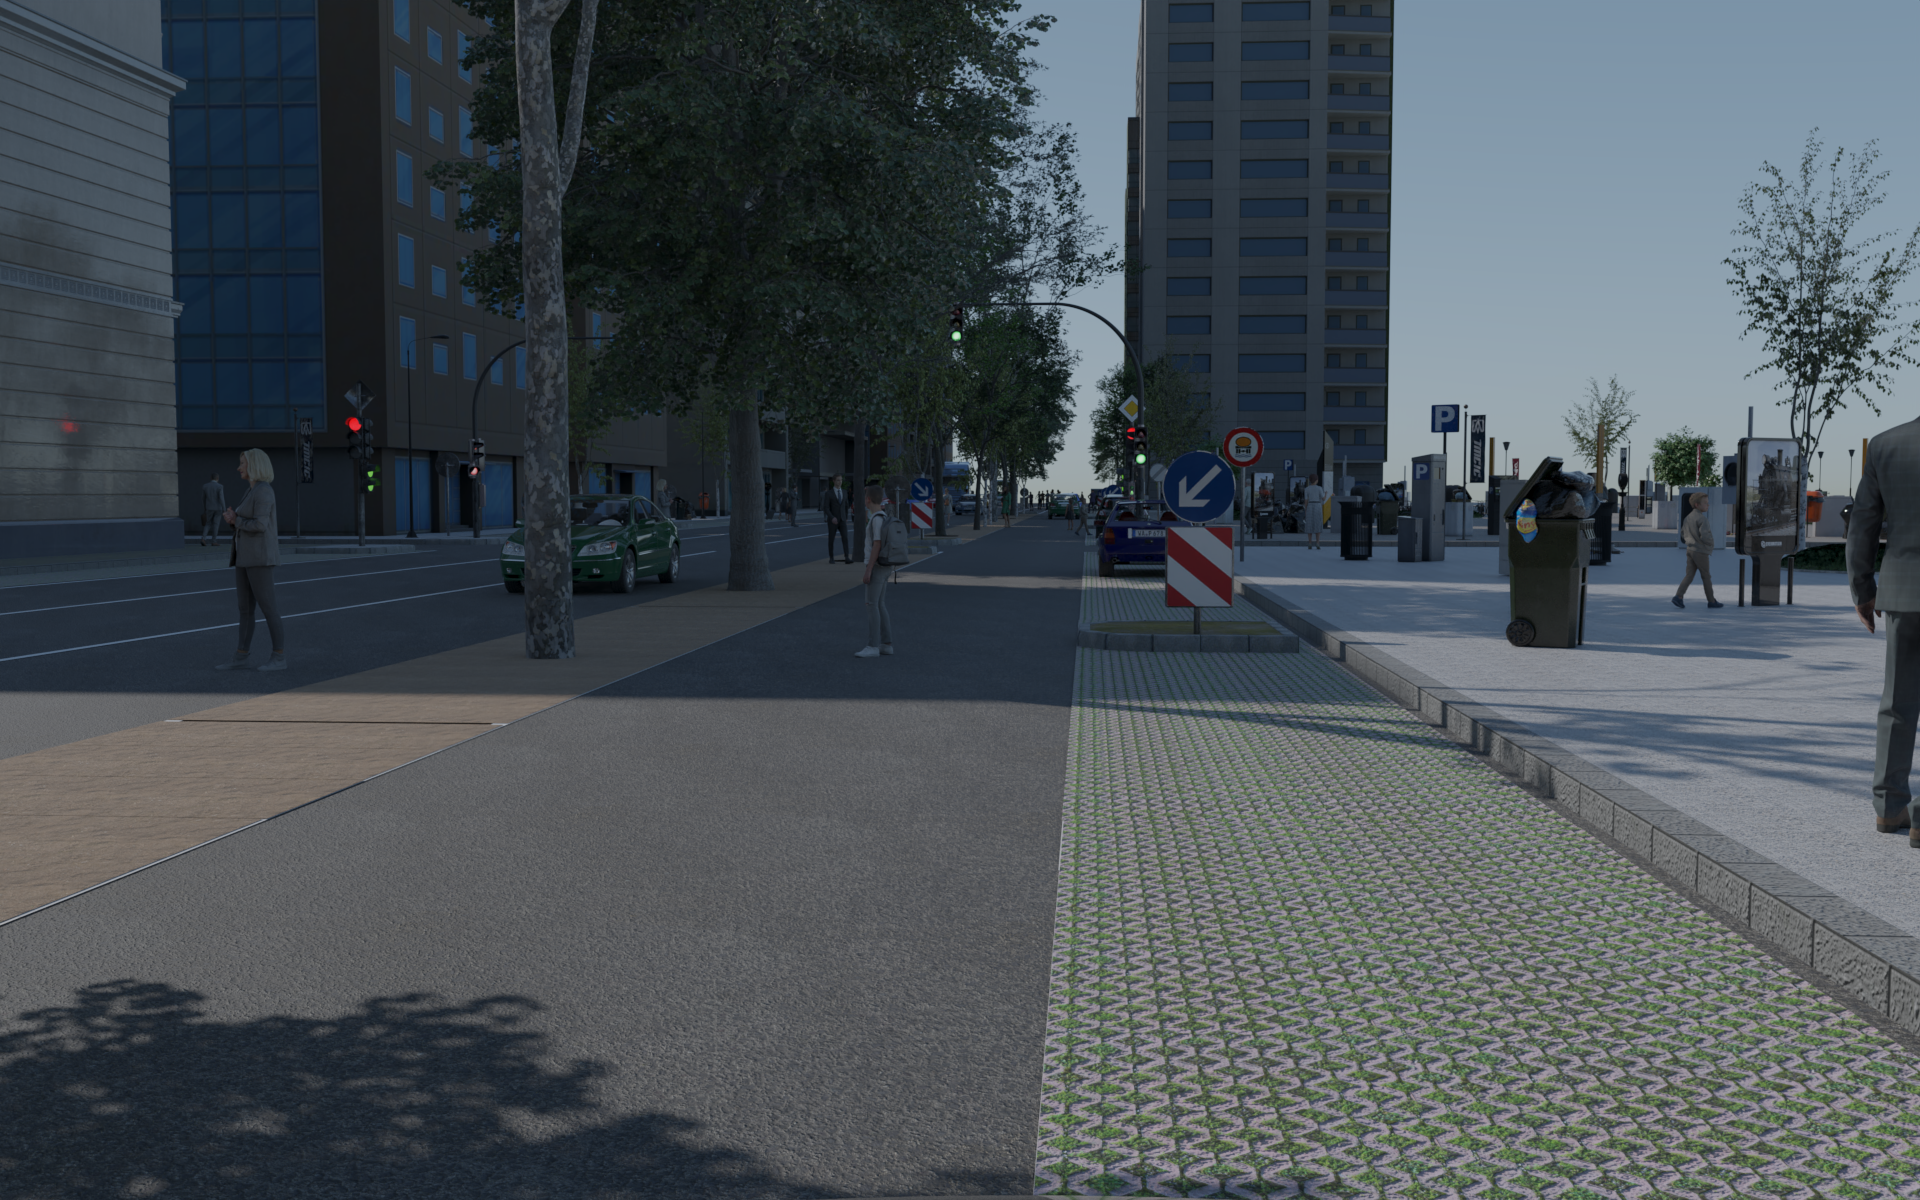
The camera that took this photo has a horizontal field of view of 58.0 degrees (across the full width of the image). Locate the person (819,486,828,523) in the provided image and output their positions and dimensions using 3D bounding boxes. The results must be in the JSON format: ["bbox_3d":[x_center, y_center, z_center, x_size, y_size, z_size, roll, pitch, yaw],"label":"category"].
[{"bbox_3d":[-6.659,-4.749,86.248,0.694,1.812,0.767,2,4,24],"label":"person"}]

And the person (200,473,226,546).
[{"bbox_3d":[-18.446,-2.240,42.794,0.709,1.813,0.853,0,4,3],"label":"person"}]

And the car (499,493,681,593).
[{"bbox_3d":[-5.574,-0.905,26.594,2.131,1.459,4.920,0,4,4],"label":"car"}]

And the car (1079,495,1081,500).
[{"bbox_3d":[14.714,-12.752,221.066,1.945,1.354,3.894,0,4,3],"label":"car"}]

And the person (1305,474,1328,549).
[{"bbox_3d":[8.251,-2.052,40.165,0.480,1.755,0.524,2,4,24],"label":"person"}]

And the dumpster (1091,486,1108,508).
[{"bbox_3d":[14.068,-10.323,173.738,1.985,2.255,1.502,0,4,3],"label":"dumpster"}]

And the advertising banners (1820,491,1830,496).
[{"bbox_3d":[37.544,-4.935,76.878,2.074,3.025,0.090,0,4,1],"label":"advertising banners"}]

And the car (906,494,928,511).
[{"bbox_3d":[-3.537,-8.150,142.841,1.945,1.707,3.694,0,4,3],"label":"car"}]

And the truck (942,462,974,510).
[{"bbox_3d":[0.095,-9.806,150.088,2.967,4.110,18.799,0,4,4],"label":"truck"}]

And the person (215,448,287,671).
[{"bbox_3d":[-5.747,-0.326,14.012,0.526,1.800,0.537,-2,4,-29],"label":"person"}]

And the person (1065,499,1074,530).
[{"bbox_3d":[4.349,-3.403,68.805,0.362,1.253,0.373,-1,4,-22],"label":"person"}]

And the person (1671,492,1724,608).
[{"bbox_3d":[8.271,-0.558,19.447,0.640,1.303,0.475,-1,4,-21],"label":"person"}]

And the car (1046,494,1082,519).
[{"bbox_3d":[5.966,-5.356,99.370,2.131,1.459,4.920,0,4,3],"label":"car"}]

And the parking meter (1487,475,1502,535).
[{"bbox_3d":[16.701,-2.960,54.110,0.255,1.863,0.399,-1,4,-17],"label":"parking meter"}]

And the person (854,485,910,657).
[{"bbox_3d":[-0.736,-0.262,15.382,0.523,1.515,0.503,-1,4,-21],"label":"person"}]

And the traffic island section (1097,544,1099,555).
[{"bbox_3d":[4.282,-1.153,41.131,2.009,0.180,2.903,0,4,4],"label":"traffic island section"}]

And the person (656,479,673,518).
[{"bbox_3d":[-7.291,-2.089,42.836,0.526,1.800,0.537,0,4,-4],"label":"person"}]

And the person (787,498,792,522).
[{"bbox_3d":[-8.621,-4.567,87.848,0.362,1.253,0.373,2,4,26],"label":"person"}]

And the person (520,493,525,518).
[{"bbox_3d":[-13.039,-2.659,52.244,0.520,1.790,0.573,0,4,1],"label":"person"}]

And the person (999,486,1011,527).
[{"bbox_3d":[2.008,-4.002,74.172,0.529,1.795,0.600,-3,5,-44],"label":"person"}]

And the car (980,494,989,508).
[{"bbox_3d":[2.078,-10.204,177.055,2.015,1.641,3.980,0,4,2],"label":"car"}]

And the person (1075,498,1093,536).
[{"bbox_3d":[4.254,-2.871,59.711,0.640,1.303,0.475,-1,4,-17],"label":"person"}]

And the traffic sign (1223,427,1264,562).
[{"bbox_3d":[5.364,-2.004,32.865,0.768,2.556,0.104,0,4,6],"label":"traffic sign"}]

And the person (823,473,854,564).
[{"bbox_3d":[-2.446,-1.648,35.228,0.659,1.850,0.755,-2,4,-30],"label":"person"}]

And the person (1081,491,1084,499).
[{"bbox_3d":[14.883,-12.314,210.388,0.434,1.755,0.990,1,4,11],"label":"person"}]

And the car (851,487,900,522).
[{"bbox_3d":[-4.353,-4.993,90.304,2.281,1.827,5.304,0,4,6],"label":"car"}]

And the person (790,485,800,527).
[{"bbox_3d":[-7.191,-4.122,75.702,0.447,1.846,0.655,0,4,4],"label":"person"}]

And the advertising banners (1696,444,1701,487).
[{"bbox_3d":[25.852,-3.967,61.040,0.090,3.025,2.074,1,4,13],"label":"advertising banners"}]

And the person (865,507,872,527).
[{"bbox_3d":[-2.894,-2.523,54.006,0.590,1.304,0.306,-1,4,-21],"label":"person"}]

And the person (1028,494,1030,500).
[{"bbox_3d":[10.198,-14.840,254.319,0.799,1.438,0.628,1,4,20],"label":"person"}]

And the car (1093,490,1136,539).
[{"bbox_3d":[5.332,-2.867,56.667,2.009,1.686,4.222,0,4,6],"label":"car"}]

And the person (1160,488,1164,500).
[{"bbox_3d":[13.848,-6.821,117.982,0.534,1.772,0.576,-2,4,-34],"label":"person"}]

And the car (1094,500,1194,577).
[{"bbox_3d":[3.362,-1.128,31.020,1.945,1.354,3.894,0,4,6],"label":"car"}]

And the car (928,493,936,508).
[{"bbox_3d":[-2.524,-8.980,155.865,2.155,1.783,4.494,0,4,5],"label":"car"}]

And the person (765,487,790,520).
[{"bbox_3d":[-10.009,-5.332,95.892,1.509,1.804,0.699,3,5,39],"label":"person"}]

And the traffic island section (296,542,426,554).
[{"bbox_3d":[-14.706,-1.240,42.550,2.009,0.180,2.903,0,4,4],"label":"traffic island section"}]

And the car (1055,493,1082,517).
[{"bbox_3d":[6.910,-6.125,109.729,1.945,1.707,3.694,0,4,6],"label":"car"}]

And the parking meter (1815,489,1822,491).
[{"bbox_3d":[47.204,-5.311,95.245,0.372,1.533,0.369,0,3,0],"label":"parking meter"}]

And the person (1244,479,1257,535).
[{"bbox_3d":[9.255,-2.975,55.172,0.515,1.767,0.782,3,5,42],"label":"person"}]

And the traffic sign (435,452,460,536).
[{"bbox_3d":[-15.630,-3.225,52.836,0.768,2.556,0.104,0,4,5],"label":"traffic sign"}]

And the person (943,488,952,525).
[{"bbox_3d":[-0.598,-4.264,79.220,0.512,1.701,0.522,0,4,-6],"label":"person"}]

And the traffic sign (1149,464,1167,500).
[{"bbox_3d":[8.309,-4.429,72.524,0.768,2.556,0.104,1,4,9],"label":"traffic sign"}]

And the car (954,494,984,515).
[{"bbox_3d":[0.661,-6.518,118.567,2.014,1.417,4.499,0,4,4],"label":"car"}]

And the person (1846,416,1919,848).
[{"bbox_3d":[3.665,-0.013,6.427,0.590,1.801,0.661,-3,4,-38],"label":"person"}]

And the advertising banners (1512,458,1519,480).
[{"bbox_3d":[27.226,-5.330,83.339,0.090,3.025,2.074,-1,4,-21],"label":"advertising banners"}]

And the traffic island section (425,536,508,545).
[{"bbox_3d":[-14.111,-1.727,50.513,2.009,0.180,2.903,0,4,4],"label":"traffic island section"}]
